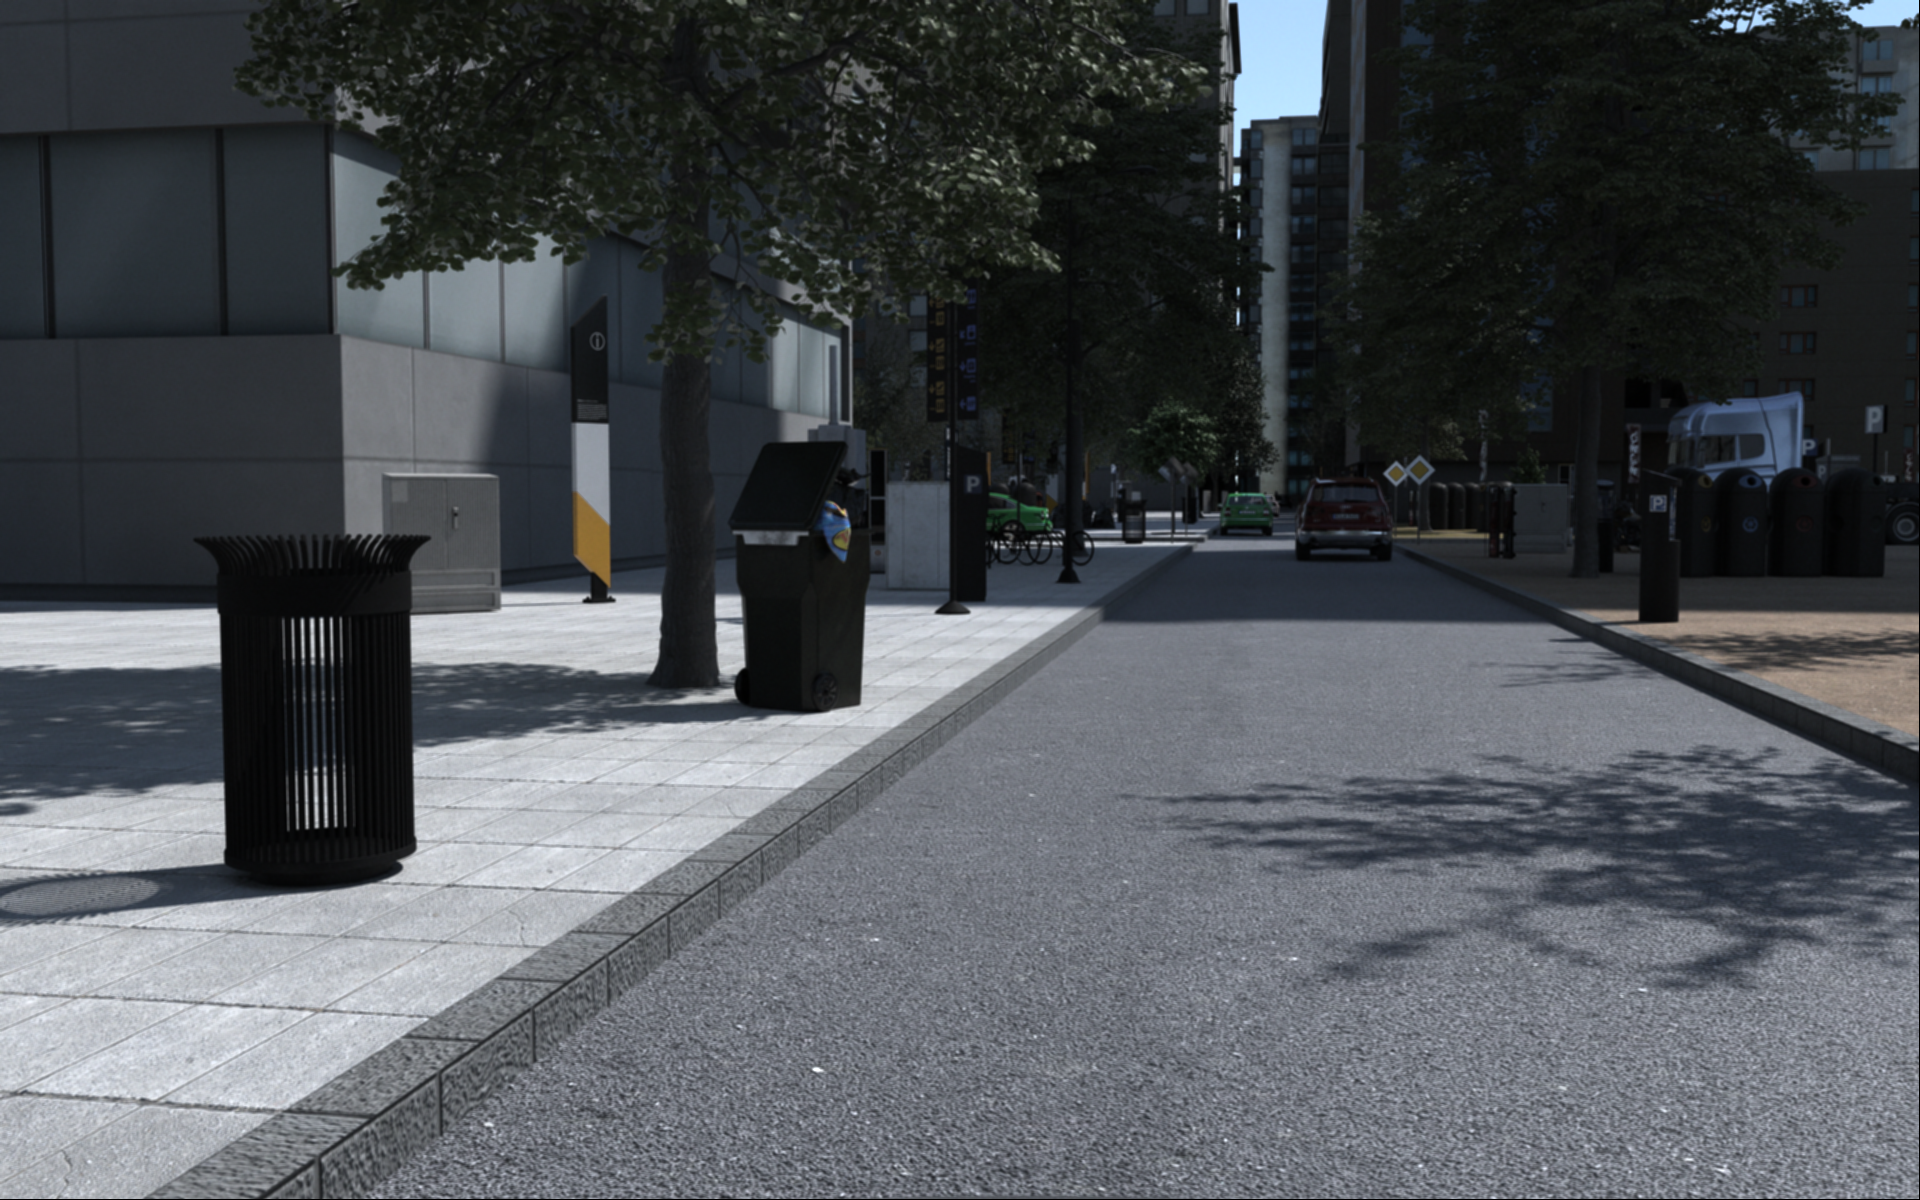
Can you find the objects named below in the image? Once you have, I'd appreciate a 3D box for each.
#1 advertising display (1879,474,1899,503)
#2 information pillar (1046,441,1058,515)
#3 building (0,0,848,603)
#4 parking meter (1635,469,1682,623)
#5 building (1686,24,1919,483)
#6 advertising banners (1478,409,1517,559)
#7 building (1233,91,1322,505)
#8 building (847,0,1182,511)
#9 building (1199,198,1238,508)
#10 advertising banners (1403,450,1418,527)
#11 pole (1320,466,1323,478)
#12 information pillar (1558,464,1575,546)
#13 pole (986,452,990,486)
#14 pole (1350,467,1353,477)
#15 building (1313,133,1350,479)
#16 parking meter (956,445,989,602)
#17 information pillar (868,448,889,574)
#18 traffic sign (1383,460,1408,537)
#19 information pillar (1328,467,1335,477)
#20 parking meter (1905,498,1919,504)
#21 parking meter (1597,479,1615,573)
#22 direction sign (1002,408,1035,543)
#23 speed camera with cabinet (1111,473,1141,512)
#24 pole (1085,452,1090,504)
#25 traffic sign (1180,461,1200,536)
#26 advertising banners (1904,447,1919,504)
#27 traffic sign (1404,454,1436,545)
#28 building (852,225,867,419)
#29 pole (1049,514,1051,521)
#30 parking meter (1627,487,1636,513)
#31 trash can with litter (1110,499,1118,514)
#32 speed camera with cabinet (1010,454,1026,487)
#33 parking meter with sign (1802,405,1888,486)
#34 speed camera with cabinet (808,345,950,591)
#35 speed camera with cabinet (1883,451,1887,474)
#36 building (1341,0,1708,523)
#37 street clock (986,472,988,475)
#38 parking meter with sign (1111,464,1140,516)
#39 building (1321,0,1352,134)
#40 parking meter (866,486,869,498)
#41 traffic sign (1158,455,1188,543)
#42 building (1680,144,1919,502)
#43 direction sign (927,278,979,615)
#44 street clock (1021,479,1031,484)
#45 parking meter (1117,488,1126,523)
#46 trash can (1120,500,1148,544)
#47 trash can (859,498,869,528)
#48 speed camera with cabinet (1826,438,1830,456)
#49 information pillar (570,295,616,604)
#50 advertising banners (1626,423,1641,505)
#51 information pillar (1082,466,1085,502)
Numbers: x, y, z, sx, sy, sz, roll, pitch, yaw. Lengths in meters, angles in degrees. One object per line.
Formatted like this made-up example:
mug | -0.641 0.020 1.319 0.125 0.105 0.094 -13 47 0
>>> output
advertising display | 30.249 -3.148 56.684 0.123 1.923 0.974 -1 4 -20
information pillar | 3.845 -4.940 72.121 0.504 3.616 0.183 0 4 0
building | -16.741 -27.215 34.202 27.495 52.752 28.713 1 4 10
parking meter | 7.039 -0.550 17.405 0.372 1.533 0.369 0 3 0
building | 84.285 -34.272 179.952 30.456 49.044 23.786 1 4 10
advertising banners | 10.836 -2.375 35.021 0.090 3.025 2.074 0 4 -3
building | 49.297 -36.585 217.775 30.456 49.044 23.786 1 4 10
building | 8.164 -33.835 142.443 28.713 52.752 27.495 1 4 10
building | 18.902 -23.959 163.424 14.160 30.474 14.107 1 4 10
advertising banners | 17.868 -4.417 68.405 0.090 3.025 2.074 0 4 -6
pole | 25.835 -7.948 123.796 0.158 3.312 0.155 0 3 0
information pillar | 14.887 -2.329 42.570 0.304 2.012 0.304 2 4 35
pole | 1.366 -5.505 83.853 0.158 3.312 0.155 0 3 0
pole | 27.170 -7.725 120.152 0.158 3.312 0.155 0 3 0
building | 35.982 -22.576 140.812 14.160 30.474 14.107 1 4 10
parking meter | 0.127 -0.916 20.684 0.399 1.863 0.255 -1 4 -18
information pillar | -1.309 -1.434 27.941 0.304 2.012 0.304 0 4 4
traffic sign | 12.999 -2.937 51.667 0.795 2.450 0.064 1 4 10
information pillar | 26.558 -8.096 123.720 0.504 3.616 0.183 1 4 21
parking meter | 29.462 -2.764 53.606 0.372 1.533 0.369 0 3 0
parking meter | 10.530 -1.223 28.403 0.372 1.533 0.369 0 3 0
direction sign | 1.540 -3.270 45.459 0.876 3.537 0.379 1 4 12
speed camera with cabinet | 11.761 -7.858 122.820 2.038 3.252 0.660 -1 4 -14
pole | 6.227 -5.554 84.646 0.158 3.312 0.155 0 3 0
traffic sign | 6.903 -3.004 52.762 0.795 2.450 0.064 1 4 10
advertising banners | 35.391 -4.120 63.545 0.090 3.025 2.074 -1 4 -15
traffic sign | 11.607 -2.456 43.803 0.795 2.450 0.064 1 4 10
building | -10.716 -33.229 197.925 28.867 44.769 22.147 1 4 10
pole | 3.876 -5.015 75.833 0.158 3.312 0.155 0 3 0
parking meter | 25.845 -3.561 66.639 0.372 1.533 0.369 0 3 0
trash can with litter | 10.235 -6.268 113.873 1.055 1.170 0.624 1 4 11
speed camera with cabinet | 2.518 -5.670 87.047 0.660 3.252 2.038 -2 4 -31
parking meter with sign | 17.215 -2.311 34.040 1.738 3.016 0.543 0 4 -8
speed camera with cabinet | -0.977 -1.764 23.176 2.038 3.252 0.660 1 4 12
speed camera with cabinet | 41.875 -5.231 79.857 2.038 3.252 0.660 2 4 25
building | 25.578 -26.328 80.577 14.600 45.320 14.200 1 4 10
street clock | 0.469 -2.481 45.137 0.471 2.002 0.358 -1 4 -11
parking meter with sign | 9.650 -6.390 100.743 1.738 3.016 0.543 -2 4 -30
building | 43.803 -32.616 156.978 21.300 48.544 21.600 1 4 10
parking meter | -6.635 -7.249 124.233 0.399 1.863 0.255 1 4 13
traffic sign | 5.511 -2.523 44.899 0.795 2.450 0.064 1 4 10
building | 40.267 -16.124 108.665 27.650 21.520 28.899 1 4 10
direction sign | -0.078 -1.622 18.509 0.379 3.537 0.876 -3 4 -38
street clock | 3.123 -4.742 82.100 0.471 2.002 0.358 2 4 33
parking meter | 7.286 -4.260 78.064 0.372 1.533 0.369 0 3 0
trash can | 4.513 -2.036 44.945 0.748 1.137 0.748 0 3 0
trash can | -3.587 -3.250 64.784 0.748 1.137 0.748 0 3 0
speed camera with cabinet | 31.246 -4.081 61.056 0.660 3.252 2.038 -1 4 -18
information pillar | -4.318 -1.770 20.297 0.183 3.616 0.504 3 5 41
advertising banners | 17.318 -2.875 43.195 2.074 3.025 0.090 -2 4 -27
information pillar | 8.426 -7.677 116.872 0.504 3.616 0.183 1 4 12
